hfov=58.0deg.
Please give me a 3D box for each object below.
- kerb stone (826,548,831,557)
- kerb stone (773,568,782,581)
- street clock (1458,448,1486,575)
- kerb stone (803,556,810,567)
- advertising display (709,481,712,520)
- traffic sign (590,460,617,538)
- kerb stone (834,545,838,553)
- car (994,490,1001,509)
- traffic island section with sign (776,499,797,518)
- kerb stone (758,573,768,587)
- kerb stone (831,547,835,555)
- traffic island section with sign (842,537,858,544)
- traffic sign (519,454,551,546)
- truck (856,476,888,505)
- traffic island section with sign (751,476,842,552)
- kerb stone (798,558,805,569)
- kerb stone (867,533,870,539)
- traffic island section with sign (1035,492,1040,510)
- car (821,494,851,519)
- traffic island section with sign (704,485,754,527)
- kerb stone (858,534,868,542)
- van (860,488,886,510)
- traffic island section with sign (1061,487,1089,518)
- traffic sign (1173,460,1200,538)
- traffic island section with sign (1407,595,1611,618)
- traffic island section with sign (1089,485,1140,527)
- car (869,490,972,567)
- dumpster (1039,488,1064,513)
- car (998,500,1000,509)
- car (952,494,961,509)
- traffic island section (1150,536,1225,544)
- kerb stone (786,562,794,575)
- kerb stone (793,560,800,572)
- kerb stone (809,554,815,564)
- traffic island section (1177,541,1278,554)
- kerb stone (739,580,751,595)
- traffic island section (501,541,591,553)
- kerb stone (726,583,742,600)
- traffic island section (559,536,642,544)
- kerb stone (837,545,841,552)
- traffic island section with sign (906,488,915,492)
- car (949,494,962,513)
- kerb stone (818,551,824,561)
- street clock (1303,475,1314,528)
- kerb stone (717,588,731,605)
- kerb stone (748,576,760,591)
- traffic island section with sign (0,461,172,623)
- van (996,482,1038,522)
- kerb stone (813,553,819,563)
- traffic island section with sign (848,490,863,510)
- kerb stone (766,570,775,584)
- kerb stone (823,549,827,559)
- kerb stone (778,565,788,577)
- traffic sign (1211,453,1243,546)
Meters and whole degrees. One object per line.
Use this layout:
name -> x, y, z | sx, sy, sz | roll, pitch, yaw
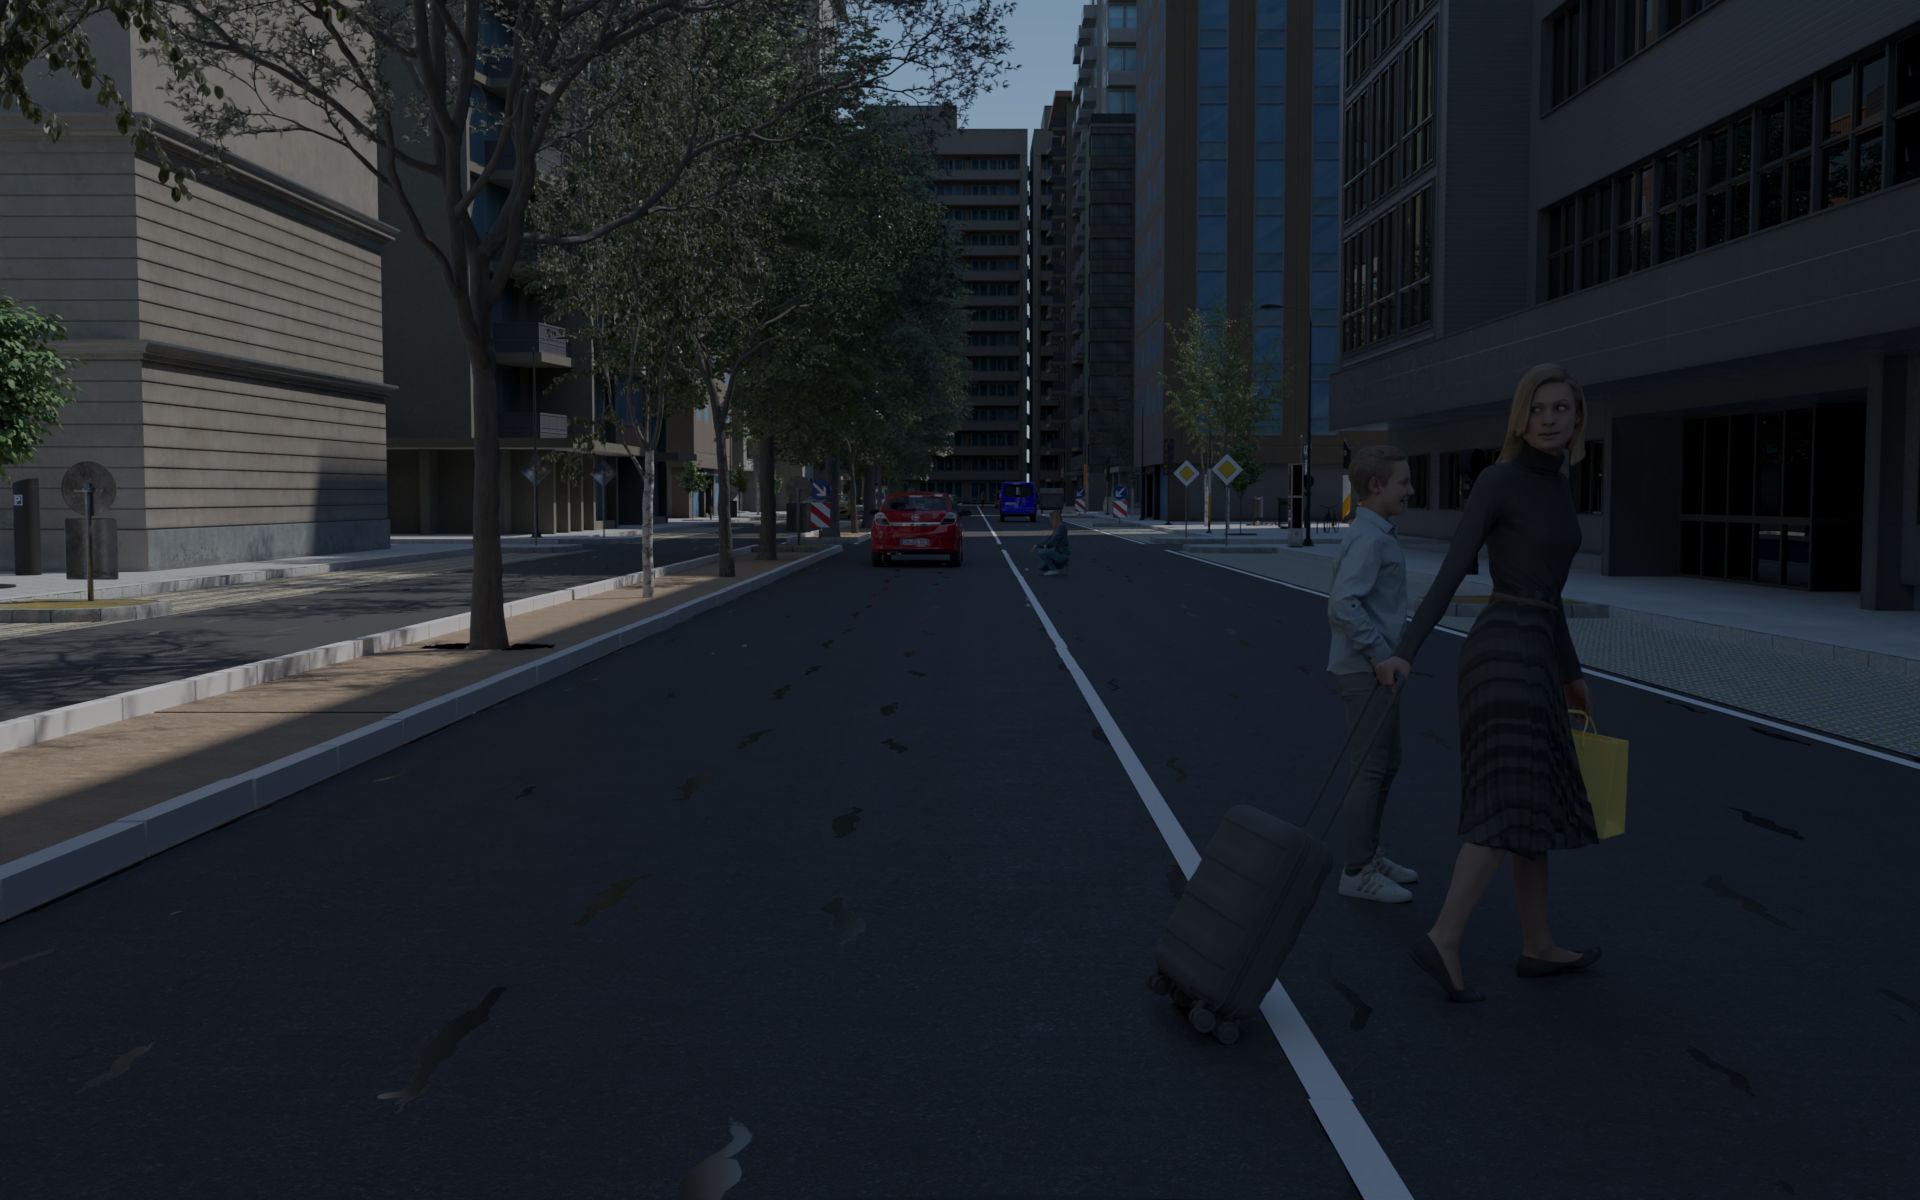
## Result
kerb stone -> -3.066, -1.030, 39.090 | 0.120, 0.150, 1.000 | 0, 4, 0
kerb stone -> -3.117, -0.399, 28.825 | 0.120, 0.150, 1.000 | 0, 4, 0
street clock -> 8.133, -1.405, 27.547 | 0.471, 2.002, 0.358 | -3, 5, -42
kerb stone -> -3.093, -0.720, 33.962 | 0.120, 0.150, 1.000 | 0, 4, 0
advertising display -> -12.520, -5.003, 87.010 | 0.123, 1.923, 0.974 | 0, 4, -6
traffic sign -> -10.464, -2.888, 50.867 | 0.795, 2.450, 0.064 | 0, 4, 0
kerb stone -> -3.049, -1.154, 41.142 | 0.120, 0.150, 1.000 | 0, 4, 0
car -> 4.477, -9.965, 171.597 | 2.281, 1.827, 5.304 | 0, 4, 1
traffic island section with sign -> -9.853, -5.756, 102.738 | 1.989, 1.847, 2.006 | 0, 4, 0
kerb stone -> -3.130, -0.277, 26.780 | 0.120, 0.150, 1.000 | 0, 4, 0
kerb stone -> -3.060, -1.096, 40.120 | 0.120, 0.150, 1.000 | 0, 4, 0
traffic island section with sign -> -4.031, -2.594, 50.547 | 2.006, 1.907, 1.989 | 0, 4, 0
traffic sign -> -10.511, -2.400, 42.882 | 0.795, 2.450, 0.064 | 0, 4, 0
truck -> -6.725, -9.050, 143.889 | 3.469, 3.379, 9.791 | 0, 4, 0
traffic island section with sign -> -4.084, -2.141, 43.140 | 2.006, 1.907, 1.989 | 0, 4, 0
kerb stone -> -3.105, -0.654, 32.935 | 0.120, 0.150, 1.000 | 0, 4, 0
kerb stone -> -2.973, -1.941, 53.981 | 0.120, 0.150, 1.000 | 0, 4, 0
traffic island section with sign -> 7.430, -10.486, 180.081 | 1.989, 1.847, 2.006 | 0, 4, 0
car -> -7.213, -5.619, 102.094 | 2.015, 1.641, 3.980 | 0, 4, -1
traffic island section with sign -> -10.019, -4.092, 75.530 | 1.989, 1.847, 2.006 | 0, 4, 0
kerb stone -> -2.976, -1.881, 52.953 | 0.120, 0.150, 1.000 | 0, 4, 0
van -> -5.854, -6.889, 119.644 | 2.013, 2.044, 4.112 | 0, 4, -1
traffic island section with sign -> 6.958, -5.749, 102.618 | 1.989, 1.847, 2.006 | 0, 4, 0
traffic sign -> 6.629, -2.881, 50.747 | 0.795, 2.450, 0.064 | 0, 4, 0
traffic island section with sign -> 6.488, -0.746, 20.832 | 1.989, 1.847, 2.006 | 0, 4, 0
traffic island section with sign -> 6.813, -4.100, 75.663 | 1.989, 1.847, 2.006 | 0, 4, 0
car -> -0.837, -1.626, 35.633 | 2.155, 1.783, 4.494 | 0, 4, 1
dumpster -> 6.785, -7.368, 128.675 | 1.865, 1.857, 1.264 | 0, 4, 0
car -> 4.533, -9.207, 162.332 | 2.131, 1.459, 4.920 | 0, 4, -2
car -> -0.973, -9.522, 167.486 | 2.131, 1.459, 4.920 | 0, 4, 1
traffic island section -> 6.653, -1.746, 50.824 | 2.009, 0.180, 2.903 | 0, 4, 0
kerb stone -> -3.112, -0.531, 30.879 | 0.120, 0.150, 1.000 | 0, 4, 0
kerb stone -> -3.105, -0.594, 31.907 | 0.120, 0.150, 1.000 | 0, 4, 0
kerb stone -> -3.089, -0.781, 34.984 | 0.120, 0.150, 1.000 | 0, 4, 0
traffic island section -> 6.606, -1.257, 42.839 | 2.009, 0.180, 2.903 | 0, 4, 0
kerb stone -> -3.146, -0.154, 24.726 | 0.120, 0.150, 1.000 | 0, 4, 0
traffic island section -> -10.535, -1.264, 42.944 | 2.009, 0.180, 2.903 | 0, 4, 0
kerb stone -> -3.150, -0.092, 23.694 | 0.120, 0.150, 1.000 | 0, 4, 0
traffic island section -> -10.488, -1.752, 50.929 | 2.009, 0.180, 2.903 | 0, 4, 0
kerb stone -> -3.045, -1.213, 42.168 | 0.120, 0.150, 1.000 | 0, 4, 0
traffic island section with sign -> -3.598, -7.190, 125.685 | 2.006, 1.907, 1.989 | 0, 4, 0
car -> -0.954, -4.363, 83.132 | 2.131, 1.459, 4.920 | 0, 4, 0
kerb stone -> -3.073, -0.908, 37.041 | 0.120, 0.150, 1.000 | 0, 4, 0
street clock -> 13.105, -3.715, 65.306 | 0.358, 2.002, 0.471 | -2, 4, -33
kerb stone -> -3.157, -0.023, 22.667 | 0.120, 0.150, 1.000 | 0, 4, 0
kerb stone -> -3.135, -0.216, 25.756 | 0.120, 0.150, 1.000 | 0, 4, 0
traffic island section with sign -> -10.344, -0.698, 20.048 | 1.989, 1.847, 2.006 | 0, 4, 0
van -> 3.004, -5.253, 90.268 | 2.240, 2.365, 5.245 | 0, 4, 1
kerb stone -> -3.080, -0.845, 36.016 | 0.120, 0.150, 1.000 | 0, 4, 0
traffic island section with sign -> -9.569, -8.856, 153.429 | 1.989, 1.847, 2.006 | 0, 4, 0
kerb stone -> -3.124, -0.343, 27.803 | 0.120, 0.150, 1.000 | 0, 4, 0
kerb stone -> -3.071, -0.967, 38.069 | 0.120, 0.150, 1.000 | 0, 4, 0
kerb stone -> -3.116, -0.469, 29.857 | 0.120, 0.150, 1.000 | 0, 4, 0
traffic sign -> 6.582, -2.393, 42.762 | 0.795, 2.450, 0.064 | 0, 4, 0
